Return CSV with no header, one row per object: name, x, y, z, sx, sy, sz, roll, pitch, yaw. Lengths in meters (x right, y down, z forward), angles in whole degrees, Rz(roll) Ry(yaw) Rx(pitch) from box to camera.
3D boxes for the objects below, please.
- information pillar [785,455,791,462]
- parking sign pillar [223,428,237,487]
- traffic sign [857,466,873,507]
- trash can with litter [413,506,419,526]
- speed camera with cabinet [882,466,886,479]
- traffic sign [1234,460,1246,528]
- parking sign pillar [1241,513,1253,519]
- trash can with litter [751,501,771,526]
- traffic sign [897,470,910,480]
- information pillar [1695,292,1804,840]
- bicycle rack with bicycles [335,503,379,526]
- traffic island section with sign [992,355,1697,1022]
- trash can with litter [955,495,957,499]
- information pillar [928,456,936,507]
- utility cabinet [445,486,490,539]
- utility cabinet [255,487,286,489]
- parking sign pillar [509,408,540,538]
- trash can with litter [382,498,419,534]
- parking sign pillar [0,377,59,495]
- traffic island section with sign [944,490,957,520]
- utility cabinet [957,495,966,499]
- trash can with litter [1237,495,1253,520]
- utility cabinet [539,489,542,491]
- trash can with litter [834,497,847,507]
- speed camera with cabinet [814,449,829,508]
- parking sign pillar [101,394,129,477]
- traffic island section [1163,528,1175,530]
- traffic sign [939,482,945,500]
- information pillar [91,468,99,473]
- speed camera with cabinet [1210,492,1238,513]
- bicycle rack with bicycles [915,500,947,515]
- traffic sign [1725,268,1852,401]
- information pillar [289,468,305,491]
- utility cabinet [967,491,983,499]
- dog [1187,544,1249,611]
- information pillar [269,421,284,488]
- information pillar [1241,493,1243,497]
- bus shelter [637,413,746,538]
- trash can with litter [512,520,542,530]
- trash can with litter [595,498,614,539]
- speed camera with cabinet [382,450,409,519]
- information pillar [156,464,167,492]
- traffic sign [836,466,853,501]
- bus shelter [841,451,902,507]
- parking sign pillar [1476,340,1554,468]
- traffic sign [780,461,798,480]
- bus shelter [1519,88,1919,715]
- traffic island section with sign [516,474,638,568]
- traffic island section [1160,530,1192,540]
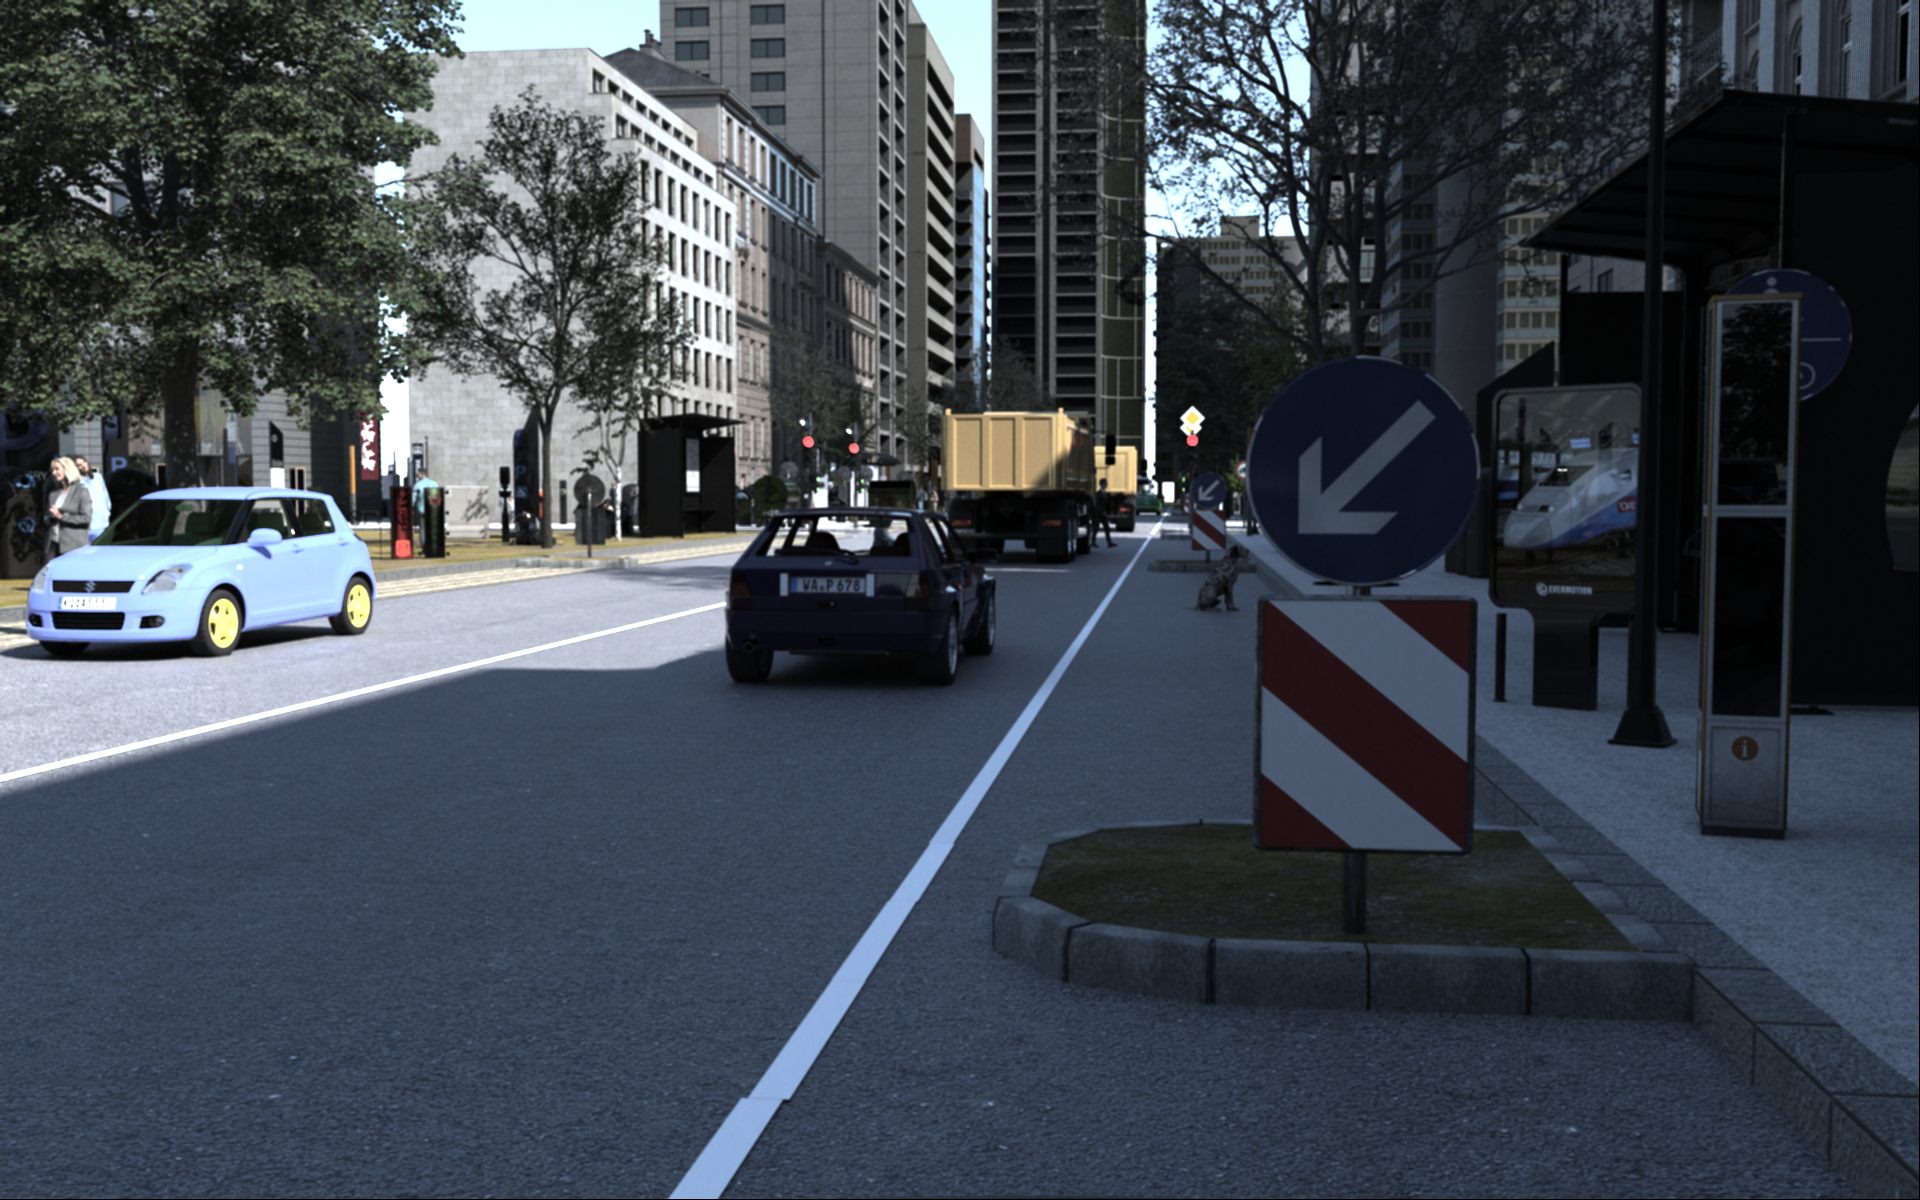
information pillar,-10.176,-6.800,102.528,0.504,3.616,0.183,3,5,44
parking sign pillar,-30.274,-5.095,71.773,1.447,3.967,1.447,-2,4,-25
traffic sign,-4.282,-4.775,78.171,0.768,2.556,0.104,1,4,17
trash can with litter,-21.448,-3.516,68.865,1.055,1.170,0.624,0,4,-4
speed camera with cabinet,-4.136,-5.912,91.000,0.660,3.252,2.038,0,4,3
traffic sign,10.690,-3.972,65.048,0.768,2.556,0.104,1,4,10
parking sign pillar,15.303,-6.190,89.677,1.447,3.967,1.447,2,4,28
trash can with litter,-7.903,-3.554,69.501,0.624,1.170,1.055,1,4,17
traffic sign,-3.040,-5.674,92.871,0.768,2.556,0.104,1,4,9
information pillar,2.970,-0.125,6.539,0.304,2.012,0.304,1,4,20
bicycle rack with bicycles,-24.735,-3.448,69.760,2.852,0.926,2.925,-3,5,-43
traffic island section with sign,1.144,0.176,5.756,1.989,1.847,2.006,0,4,7
trash can with litter,-0.146,-7.715,137.204,1.678,1.210,2.233,-2,4,-31
information pillar,-1.675,-7.017,106.078,0.504,3.616,0.183,-1,4,-11
utility cabinet,-14.047,-2.491,49.399,1.173,1.500,0.318,-1,4,-11
utility cabinet,-21.912,-2.822,54.824,1.173,1.500,0.318,1,4,12
parking sign pillar,-12.874,-3.851,51.440,1.447,3.967,1.447,0,4,1
trash can with litter,-18.138,-2.815,57.075,1.678,1.210,2.233,3,5,44
parking sign pillar,-19.912,-2.958,36.831,1.447,3.967,1.447,-1,4,-13
traffic island section with sign,-0.495,-4.927,89.177,1.989,1.847,2.006,0,4,7
utility cabinet,0.079,-6.524,117.825,0.306,1.237,1.020,-1,4,-18
trash can with litter,15.103,-4.600,86.260,1.678,1.210,2.233,2,4,28
utility cabinet,-18.177,-4.019,74.381,0.318,1.500,1.173,3,5,40
trash can with litter,-5.089,-4.037,77.392,1.055,1.170,0.624,0,4,-4
speed camera with cabinet,-6.049,-4.977,75.705,0.660,3.252,2.038,0,4,-3
parking sign pillar,-19.460,-3.148,39.948,1.447,3.967,1.447,-2,4,-31
traffic island section,8.425,-2.505,63.245,2.009,0.180,2.903,0,4,7
traffic sign,-0.996,-7.002,114.488,0.884,2.594,0.081,1,4,17
information pillar,-24.038,-2.664,48.049,0.304,2.012,0.304,-2,4,-26
speed camera with cabinet,18.166,-7.671,119.749,2.038,3.252,0.660,0,4,2
bicycle rack with bicycles,-1.927,-5.844,108.933,2.925,0.926,2.852,1,4,15
traffic sign,4.637,-0.598,9.885,0.768,2.556,0.104,1,4,9
information pillar,-18.567,-2.696,48.566,0.304,2.012,0.304,2,4,33
utility cabinet,1.232,-6.857,120.782,1.173,1.500,0.318,2,4,24
dog,3.108,-0.281,21.431,0.800,0.831,0.513,2,4,33
information pillar,-21.862,-3.918,55.408,0.183,3.616,0.504,2,4,29
information pillar,18.012,-7.297,110.659,0.183,3.616,0.504,0,4,8
bus shelter,-8.180,-3.797,53.364,1.731,3.624,6.357,0,4,7
trash can with litter,-14.509,-2.862,58.176,1.055,1.170,0.624,-1,4,-22
trash can with litter,-10.406,-2.323,49.364,1.055,1.170,0.624,-1,4,-11
speed camera with cabinet,-25.644,-5.191,79.209,0.660,3.252,2.038,1,4,12
information pillar,-19.313,-2.302,42.133,0.304,2.012,0.304,0,4,1
traffic sign,-5.273,-4.819,78.898,0.768,2.556,0.104,1,4,12
bus shelter,-4.238,-5.518,84.149,2.014,3.302,5.546,0,4,7
parking sign pillar,9.908,-2.596,30.922,1.447,3.967,1.447,2,4,28
traffic sign,-6.665,-4.109,67.284,0.768,2.556,0.104,1,4,16
bus shelter,5.660,-1.331,13.051,1.731,3.624,6.357,0,4,7
traffic island section with sign,-7.464,-1.565,34.208,1.989,1.847,2.006,0,4,7
traffic island section,7.421,-2.021,55.323,2.009,0.180,2.903,0,4,7
